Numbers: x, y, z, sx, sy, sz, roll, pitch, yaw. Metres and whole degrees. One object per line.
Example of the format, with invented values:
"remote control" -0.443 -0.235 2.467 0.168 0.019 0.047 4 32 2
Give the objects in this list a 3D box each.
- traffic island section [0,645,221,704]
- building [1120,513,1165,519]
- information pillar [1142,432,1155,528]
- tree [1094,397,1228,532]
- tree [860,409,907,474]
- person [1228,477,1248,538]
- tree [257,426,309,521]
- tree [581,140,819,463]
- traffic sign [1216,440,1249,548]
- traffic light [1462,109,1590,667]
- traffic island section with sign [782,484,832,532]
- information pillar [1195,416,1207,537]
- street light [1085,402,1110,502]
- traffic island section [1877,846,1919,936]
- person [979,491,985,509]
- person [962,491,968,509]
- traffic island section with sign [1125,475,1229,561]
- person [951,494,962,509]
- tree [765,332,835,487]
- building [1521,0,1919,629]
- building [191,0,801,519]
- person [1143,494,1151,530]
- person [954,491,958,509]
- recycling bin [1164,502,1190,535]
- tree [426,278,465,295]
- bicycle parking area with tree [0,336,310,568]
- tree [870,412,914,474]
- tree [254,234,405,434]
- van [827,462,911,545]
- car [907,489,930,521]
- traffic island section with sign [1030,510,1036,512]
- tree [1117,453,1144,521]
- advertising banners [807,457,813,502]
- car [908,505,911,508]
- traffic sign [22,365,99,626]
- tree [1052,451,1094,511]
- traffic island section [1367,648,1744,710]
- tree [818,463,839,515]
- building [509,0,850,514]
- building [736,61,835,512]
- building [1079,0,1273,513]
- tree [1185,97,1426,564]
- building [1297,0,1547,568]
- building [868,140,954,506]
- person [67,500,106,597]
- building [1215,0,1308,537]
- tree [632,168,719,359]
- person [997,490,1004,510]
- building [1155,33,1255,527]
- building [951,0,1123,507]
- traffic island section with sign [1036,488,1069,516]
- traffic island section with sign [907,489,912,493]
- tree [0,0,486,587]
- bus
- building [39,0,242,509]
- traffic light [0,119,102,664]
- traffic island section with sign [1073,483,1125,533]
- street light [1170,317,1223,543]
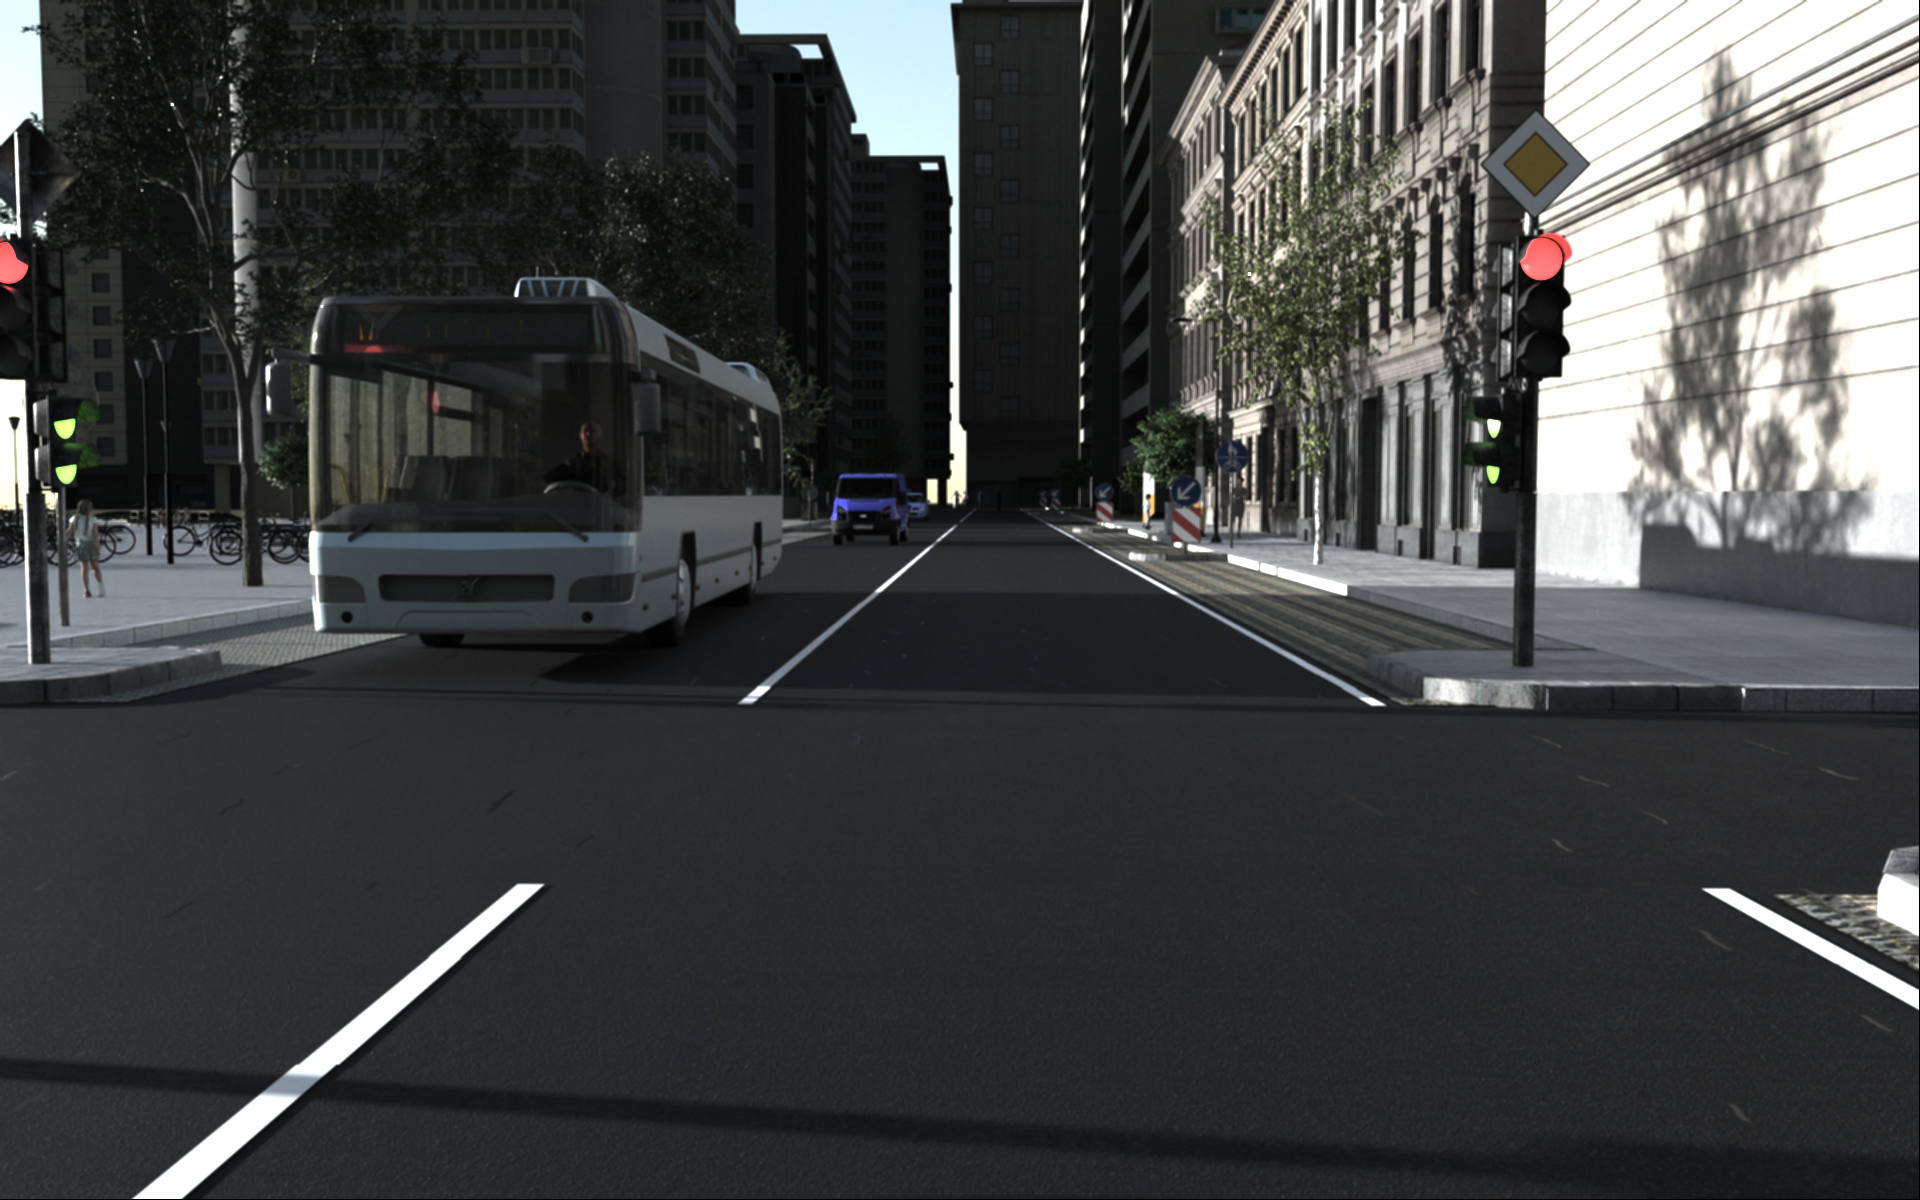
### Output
"traffic island section" -7.010 0.558 13.165 2.009 0.180 2.903 0 4 1
"building" 20.723 -29.086 99.258 21.300 48.544 21.600 0 4 1
"information pillar" 7.144 -4.535 65.507 0.504 3.616 0.183 3 4 39
"tree" 7.367 -4.572 58.464 4.285 4.588 4.351 0 3 0
"tree" -6.533 -12.177 149.461 4.737 8.622 4.395 0 3 0
"person" 8.133 -2.708 50.664 0.599 1.781 0.374 0 4 -2
"tree" -32.046 -6.096 83.383 4.285 4.588 4.351 0 3 0
"tree" -9.429 -8.532 56.510 9.611 12.733 9.660 0 3 0
"traffic sign" 6.452 -2.508 41.104 0.768 2.556 0.104 0 4 3
"traffic light" 4.190 -1.462 12.831 0.839 4.253 0.868 0 4 1
"traffic island section with sign" -5.668 -3.483 65.577 1.989 1.847 2.006 0 4 1
"information pillar" 7.250 -3.721 52.195 0.183 3.616 0.504 -1 4 -20
"street light" 7.026 -7.039 87.629 1.470 5.913 1.316 0 4 1
"traffic island section" 4.076 1.059 4.961 2.009 0.180 2.903 0 4 1
"person" 2.059 -9.506 164.379 0.568 1.767 0.683 0 4 6
"person" 0.397 -9.295 161.418 0.436 1.711 0.756 -3 5 -39
"traffic island section with sign" 4.709 -1.769 37.558 1.989 1.847 2.006 0 4 1
"person" -0.277 -9.534 165.104 1.217 1.735 0.721 0 4 1
"tree" -8.002 -7.750 77.071 4.737 8.622 4.395 0 3 0
"building" 20.360 -14.288 20.998 23.554 28.519 14.401 0 4 1
"building" -26.042 -24.983 100.347 32.217 40.220 23.993 0 4 1
"person" 6.754 -3.178 62.275 0.394 1.301 0.425 -3 5 -43
"person" -0.378 -9.471 164.013 0.551 1.740 0.621 3 4 39
"recycling bin" 6.770 -2.538 54.043 0.722 1.027 0.722 0 4 2
"tree" -17.720 -6.624 58.659 4.737 8.622 4.395 0 3 0
"bicycle parking area with tree" -15.897 -2.868 33.895 9.016 4.147 8.231 -1 4 -16
"tree" -6.288 -12.548 155.525 4.360 8.622 3.978 0 3 0
"tree" -17.797 -6.030 48.957 4.737 8.622 4.395 0 3 0
"van" -2.578 -2.820 50.490 2.240 2.365 5.245 0 4 2
"car" -2.586 -5.206 94.708 1.945 1.707 3.694 0 4 0
"traffic island section with sign" 6.708 -8.142 141.752 1.989 1.847 2.006 0 4 1
"tree" 8.148 -5.315 81.494 1.663 3.219 1.824 0 3 0
"advertising banners" -7.231 -5.350 83.667 0.090 3.025 2.074 -1 4 -11
"car" -3.083 -3.858 75.663 1.945 1.354 3.894 0 4 0
"traffic sign" -8.704 -1.019 16.763 0.768 2.556 0.104 0 4 5
"tree" 8.720 -9.161 133.502 4.285 4.588 4.351 0 3 0
"traffic island section" 4.230 0.571 12.944 2.009 0.180 2.903 0 4 1
"tree" -7.793 -6.816 106.045 1.663 3.219 1.824 0 3 0
"building" -21.210 -27.805 146.496 23.993 40.220 32.217 0 4 1
"building" -16.354 -21.271 119.477 14.160 30.474 14.107 0 4 1
"building" 21.575 -32.153 149.398 21.300 48.544 21.600 0 4 1
"tree" 6.347 -4.963 31.509 4.737 8.622 4.395 0 3 0
"building" 13.805 -11.557 38.104 9.793 20.994 18.267 0 4 1
"building" -12.872 -30.433 189.456 23.993 40.220 32.217 0 4 1
"person" -10.883 -0.638 21.483 0.505 1.210 0.382 -1 4 -19
"building" 14.889 -11.774 57.129 10.561 19.102 19.286 0 4 1
"tree" -9.637 -6.738 44.586 7.601 10.594 8.767 0 4 -3
"person" 3.521 -8.804 152.588 0.705 1.807 1.348 -1 4 -18
"building" 15.470 -14.752 77.352 11.583 22.565 21.152 0 4 1
"building" 13.097 -36.571 187.174 27.495 52.752 28.713 0 4 1
"traffic island section with sign" 6.194 -6.486 114.680 1.989 1.847 2.006 0 4 1
"traffic island section with sign" -4.206 -8.148 141.849 1.989 1.847 2.006 0 4 1
"tree" -9.826 -5.490 24.178 8.767 10.594 7.601 0 4 2
"bus" -3.860 -1.481 19.081 2.948 3.499 13.247 0 4 0
"building" -65.078 -43.677 152.370 20.611 71.187 20.563 0 4 1
"traffic light" -6.970 -1.474 13.029 0.839 4.253 0.868 0 4 1
"traffic island section with sign" 5.229 -3.418 64.508 1.989 1.847 2.006 0 4 1
"street light" 6.230 -4.472 45.656 1.470 5.913 1.316 0 4 1
